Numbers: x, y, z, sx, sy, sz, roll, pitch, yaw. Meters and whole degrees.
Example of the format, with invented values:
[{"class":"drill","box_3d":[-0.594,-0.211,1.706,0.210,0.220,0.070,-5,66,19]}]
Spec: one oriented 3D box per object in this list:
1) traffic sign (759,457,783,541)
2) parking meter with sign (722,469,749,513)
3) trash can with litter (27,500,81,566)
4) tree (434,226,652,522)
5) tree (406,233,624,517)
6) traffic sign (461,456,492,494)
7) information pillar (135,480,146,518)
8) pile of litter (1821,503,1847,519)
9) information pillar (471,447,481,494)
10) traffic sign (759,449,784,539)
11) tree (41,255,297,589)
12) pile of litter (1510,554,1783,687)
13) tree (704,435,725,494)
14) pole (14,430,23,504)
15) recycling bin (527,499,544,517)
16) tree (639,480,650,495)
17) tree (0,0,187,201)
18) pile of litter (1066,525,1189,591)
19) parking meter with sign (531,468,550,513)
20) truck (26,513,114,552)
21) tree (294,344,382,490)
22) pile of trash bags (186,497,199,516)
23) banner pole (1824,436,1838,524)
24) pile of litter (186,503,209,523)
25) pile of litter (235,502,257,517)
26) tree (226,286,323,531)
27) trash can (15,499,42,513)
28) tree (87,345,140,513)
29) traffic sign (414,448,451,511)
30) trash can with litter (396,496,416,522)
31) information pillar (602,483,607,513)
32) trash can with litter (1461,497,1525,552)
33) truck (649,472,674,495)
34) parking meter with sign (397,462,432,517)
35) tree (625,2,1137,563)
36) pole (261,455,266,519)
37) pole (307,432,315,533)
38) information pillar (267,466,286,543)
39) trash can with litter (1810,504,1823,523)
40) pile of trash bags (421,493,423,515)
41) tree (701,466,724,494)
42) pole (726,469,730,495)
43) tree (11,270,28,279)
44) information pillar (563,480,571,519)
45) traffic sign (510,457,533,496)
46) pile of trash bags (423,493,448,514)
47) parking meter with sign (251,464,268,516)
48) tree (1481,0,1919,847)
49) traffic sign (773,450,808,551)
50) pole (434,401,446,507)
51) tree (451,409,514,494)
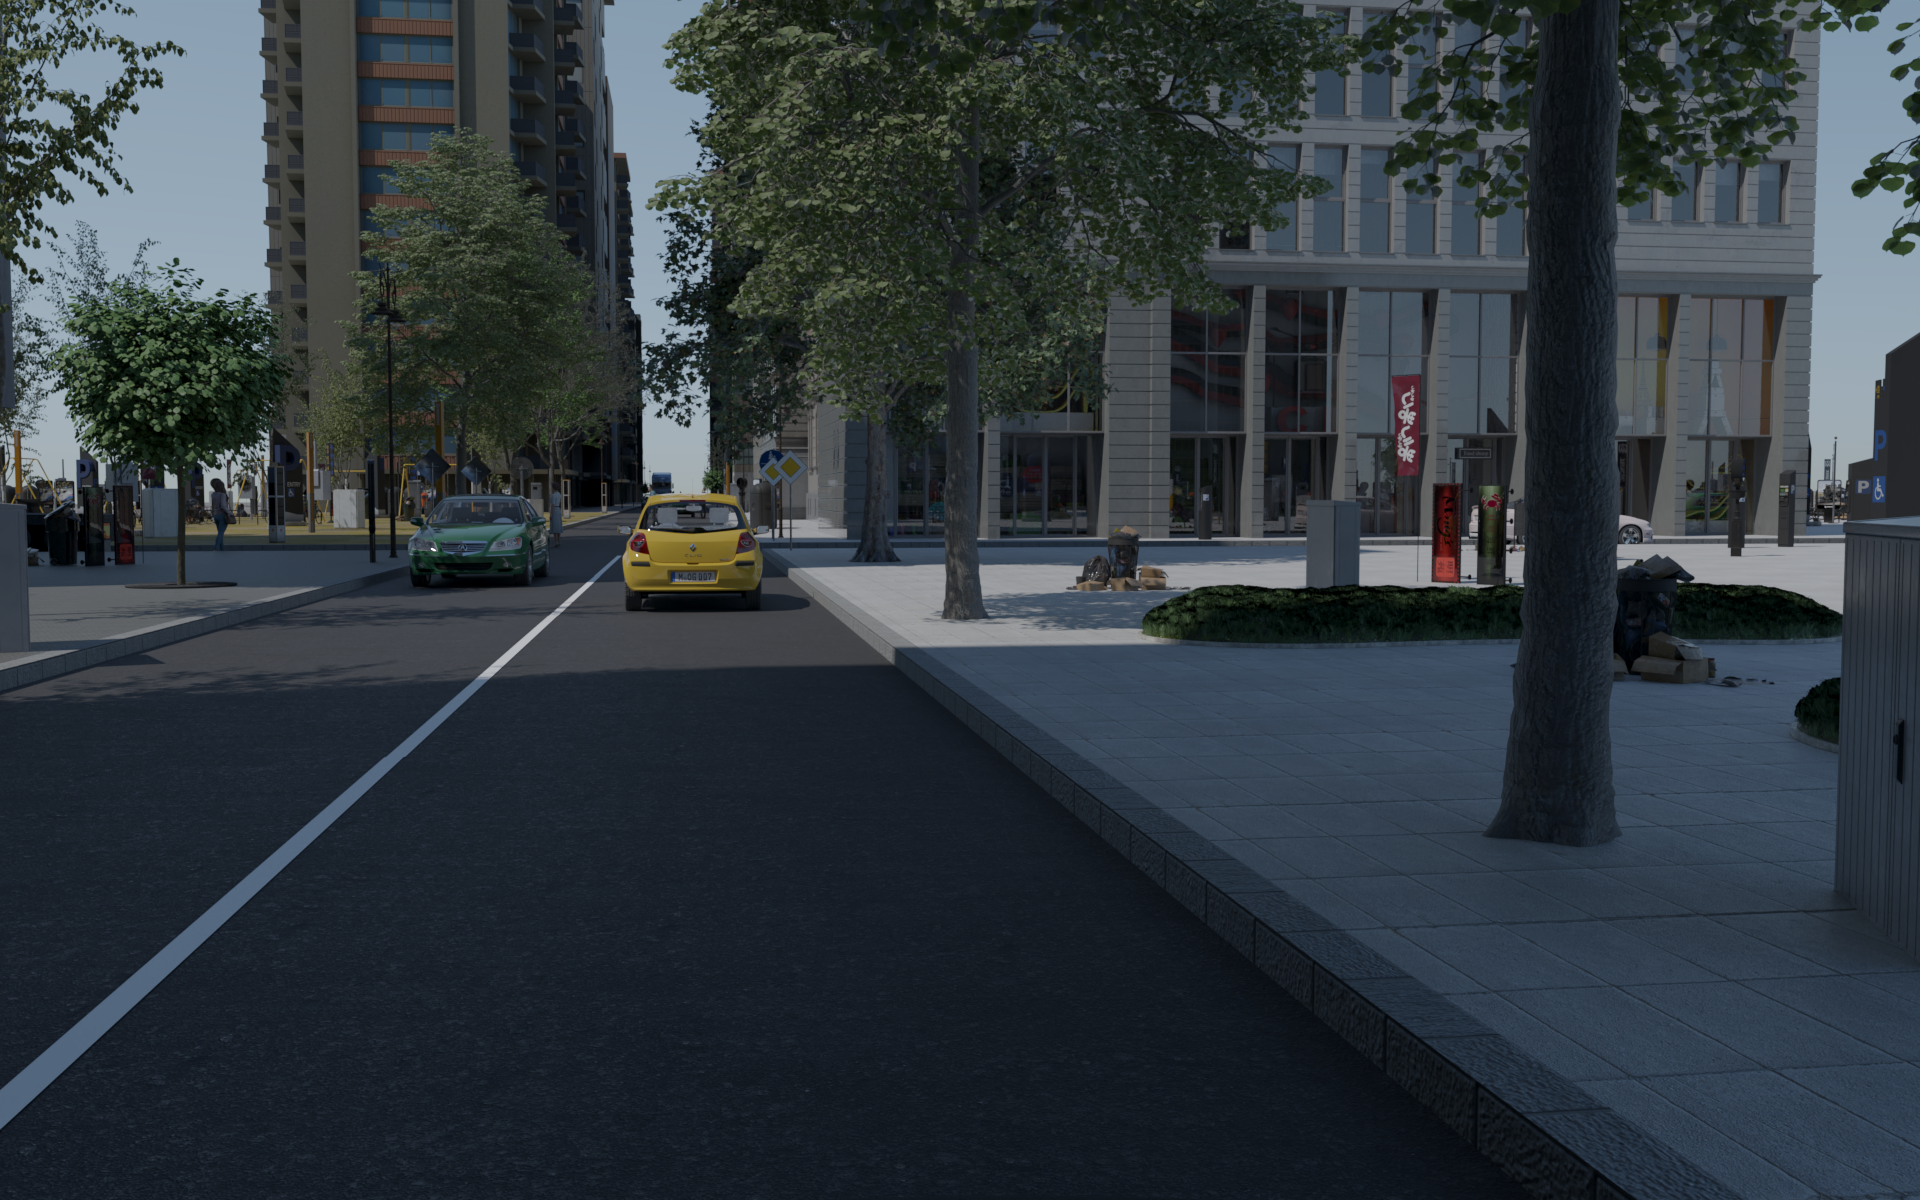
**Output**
[{"class":"traffic sign","box_3d":[-5.082,-2.663,47.184,0.795,2.450,0.064,-1,4,-9]},{"class":"parking meter with sign","box_3d":[-15.338,-7.475,118.478,1.738,3.016,0.543,1,4,9]},{"class":"trash can with litter","box_3d":[-16.392,-1.206,31.111,1.055,1.170,0.624,-2,4,-30]},{"class":"tree","box_3d":[-18.981,-10.366,79.859,12.009,13.543,11.850,0,3,0]},{"class":"tree","box_3d":[-17.856,-8.736,68.594,9.928,11.665,9.643,0,3,0]},{"class":"traffic sign","box_3d":[-12.835,-2.590,45.993,0.795,2.450,0.064,-1,4,-9]},{"class":"information pillar","box_3d":[-43.604,-5.350,91.959,0.304,2.012,0.304,-1,4,-12]},{"class":"pile of litter","box_3d":[44.637,-4.519,87.848,1.176,0.858,1.719,-3,4,-36]},{"class":"information pillar","box_3d":[-24.154,-5.816,86.443,0.504,3.616,0.183,-3,5,-42]},{"class":"traffic sign","box_3d":[-5.354,-3.025,49.557,0.768,2.556,0.104,0,4,-1]},{"class":"tree","box_3d":[-10.858,-2.457,23.887,4.285,4.588,4.351,0,3,0]},{"class":"pile of litter","box_3d":[4.749,0.112,12.136,1.176,0.858,1.719,-2,4,-33]},{"class":"tree","box_3d":[-29.642,-16.083,213.317,4.360,8.622,3.978,0,3,0]},{"class":"pole","box_3d":[-30.048,-3.758,55.294,0.158,3.312,0.155,0,3,0]},{"class":"recycling bin","box_3d":[-20.887,-4.443,85.193,0.722,1.027,0.722,-1,4,-20]},{"class":"tree","box_3d":[-44.623,-15.375,245.980,1.663,3.219,1.824,0,3,0]},{"class":"tree","box_3d":[-10.340,-4.129,17.875,4.737,8.622,4.395,0,3,0]},{"class":"pile of litter","box_3d":[2.299,-0.572,23.310,1.719,0.858,1.176,0,4,6]},{"class":"parking meter with sign","box_3d":[-28.701,-7.409,117.404,1.738,3.016,0.543,0,4,-7]},{"class":"truck","box_3d":[-29.603,-3.068,39.924,18.799,4.110,2.967,-1,4,-10]},{"class":"tree","box_3d":[-29.571,-8.138,83.424,4.737,8.622,4.395,0,3,0]},{"class":"pile of trash bags","box_3d":[-42.955,-5.161,94.130,3.447,1.369,1.912,0,4,8]},{"class":"banner pole","box_3d":[38.084,-5.228,75.493,0.401,3.779,0.863,1,4,19]},{"class":"pile of litter","box_3d":[-34.457,-3.890,77.565,1.176,0.858,1.719,0,4,-2]},{"class":"pile of litter","box_3d":[-39.777,-5.030,96.205,1.176,0.858,1.719,-3,5,-39]},{"class":"tree","box_3d":[-24.444,-6.738,60.534,4.360,8.622,3.978,0,3,0]},{"class":"trash can","box_3d":[-28.453,-2.525,52.932,0.748,1.137,0.748,0,3,0]},{"class":"tree","box_3d":[-38.705,-7.898,79.498,4.360,8.622,3.978,0,3,0]},{"class":"traffic sign","box_3d":[-11.597,-2.108,38.104,0.795,2.450,0.064,-1,4,-9]},{"class":"trash can with litter","box_3d":[-25.943,-4.253,80.916,1.055,1.170,0.624,2,4,27]},{"class":"information pillar","box_3d":[-23.757,-6.804,115.732,0.304,2.012,0.304,0,4,0]},{"class":"trash can with litter","box_3d":[12.344,-1.713,39.064,2.233,1.210,1.678,0,4,8]},{"class":"truck","box_3d":[-37.784,-14.118,220.588,2.967,4.110,18.799,-1,4,-8]},{"class":"parking meter with sign","box_3d":[-29.833,-6.022,94.723,1.738,3.016,0.543,-1,4,-13]},{"class":"tree","box_3d":[-1.496,-7.071,32.612,9.611,12.733,9.660,0,3,0]},{"class":"pole","box_3d":[-36.357,-5.904,90.370,0.158,3.312,0.155,0,3,0]},{"class":"pole","box_3d":[-21.506,-3.886,57.374,0.158,3.312,0.155,0,3,0]},{"class":"information pillar","box_3d":[-17.950,-2.507,45.481,0.304,2.012,0.304,2,4,24]},{"class":"trash can with litter","box_3d":[35.876,-3.777,73.137,1.055,1.170,0.624,2,4,30]},{"class":"pile of trash bags","box_3d":[-33.379,-5.987,107.644,1.912,1.369,3.447,-1,4,-22]},{"class":"tree","box_3d":[-29.035,-13.514,204.675,4.285,4.588,4.351,0,3,0]},{"class":"pole","box_3d":[-14.985,-7.219,111.873,0.158,3.312,0.155,0,3,0]},{"class":"tree","box_3d":[-28.128,-6.060,49.441,4.360,8.622,3.978,0,3,0]},{"class":"information pillar","box_3d":[-20.386,-5.218,89.802,0.304,2.012,0.304,0,4,3]},{"class":"traffic sign","box_3d":[-15.051,-3.635,59.534,0.768,2.556,0.104,0,4,-8]},{"class":"pile of trash bags","box_3d":[-28.930,-5.523,100.061,1.912,1.369,3.447,1,4,22]},{"class":"parking meter with sign","box_3d":[-40.451,-6.414,101.135,1.738,3.016,0.543,1,4,12]},{"class":"tree","box_3d":[2.178,-5.410,6.586,7.486,12.596,7.792,0,3,0]},{"class":"traffic sign","box_3d":[-3.844,-2.181,39.295,0.795,2.450,0.064,-1,4,-9]},{"class":"pole","box_3d":[-11.472,-2.715,38.235,0.158,3.312,0.155,0,3,0]},{"class":"tree","box_3d":[-30.855,-9.952,113.081,4.737,8.622,4.395,0,3,0]}]
